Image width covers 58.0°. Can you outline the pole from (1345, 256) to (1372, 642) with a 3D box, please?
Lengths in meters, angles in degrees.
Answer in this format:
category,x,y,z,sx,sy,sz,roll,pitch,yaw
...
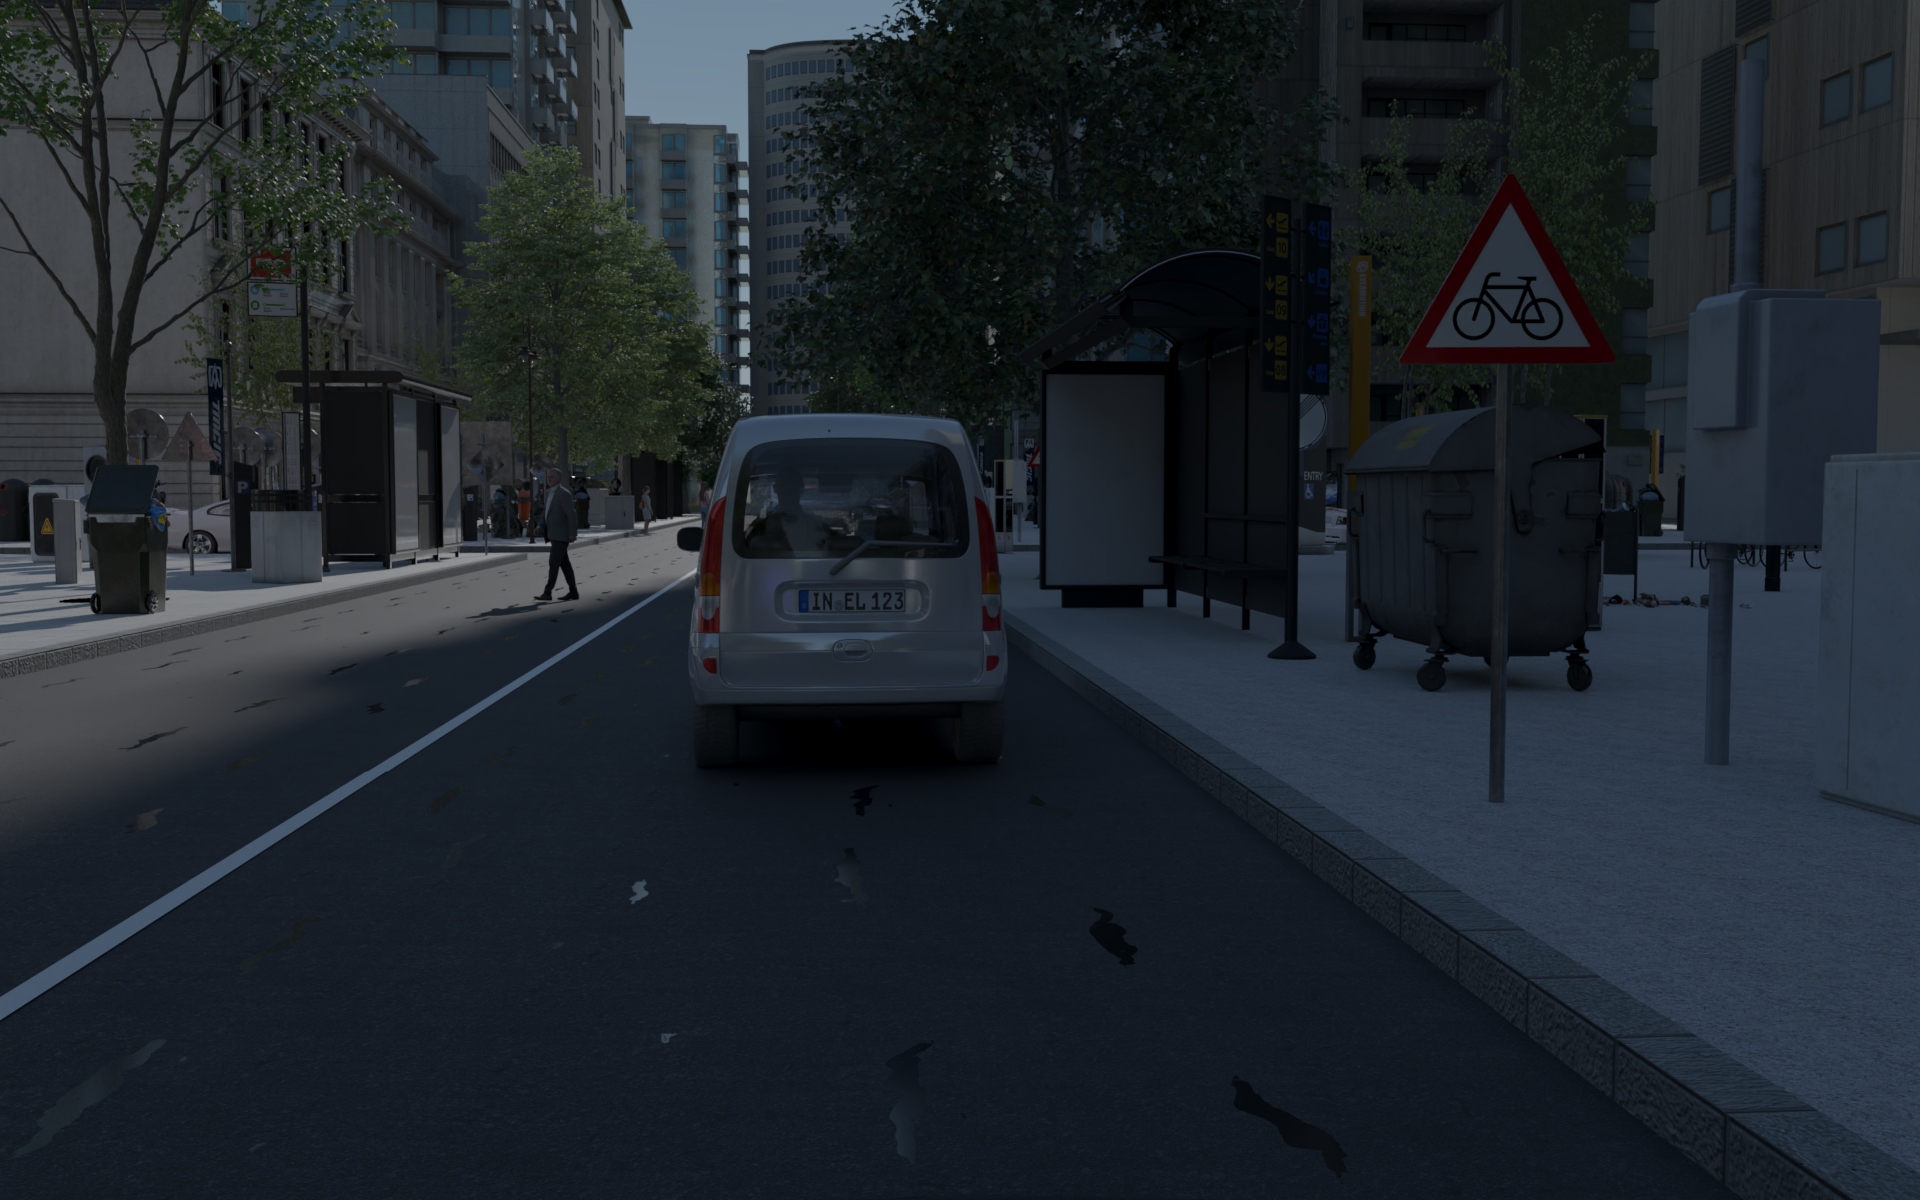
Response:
category,x,y,z,sx,sy,sz,roll,pitch,yaw
pole,3.445,-1.293,14.976,0.158,3.312,0.155,0,3,0

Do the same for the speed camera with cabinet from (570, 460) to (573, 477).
category,x,y,z,sx,sy,sz,roll,pitch,yaw
speed camera with cabinet,-20.559,-5.991,92.287,0.660,3.252,2.038,1,4,13

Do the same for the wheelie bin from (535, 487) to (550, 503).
category,x,y,z,sx,sy,sz,roll,pitch,yaw
wheelie bin,-21.717,-5.022,90.011,0.693,1.594,0.980,-1,4,-22

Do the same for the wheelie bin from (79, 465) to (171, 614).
category,x,y,z,sx,sy,sz,roll,pitch,yaw
wheelie bin,-8.981,-0.659,18.684,0.980,1.594,0.693,0,4,-2

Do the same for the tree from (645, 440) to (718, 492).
category,x,y,z,sx,sy,sz,roll,pitch,yaw
tree,-16.968,-7.138,100.420,4.285,4.588,4.351,0,3,0

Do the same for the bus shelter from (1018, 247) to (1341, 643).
category,x,y,z,sx,sy,sz,roll,pitch,yaw
bus shelter,1.895,-1.411,17.002,2.014,3.302,5.546,0,4,-5

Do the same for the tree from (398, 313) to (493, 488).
category,x,y,z,sx,sy,sz,roll,pitch,yaw
tree,-21.360,-7.397,71.301,4.737,8.622,4.395,0,3,0

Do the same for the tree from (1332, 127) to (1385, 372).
category,x,y,z,sx,sy,sz,roll,pitch,yaw
tree,8.903,-5.059,33.085,4.737,8.622,4.395,0,3,0

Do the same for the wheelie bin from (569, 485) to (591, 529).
category,x,y,z,sx,sy,sz,roll,pitch,yaw
wheelie bin,-14.035,-3.414,63.728,0.980,1.594,0.693,2,4,35

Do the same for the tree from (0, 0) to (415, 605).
category,x,y,z,sx,sy,sz,roll,pitch,yaw
tree,-9.900,-5.773,20.139,9.928,11.665,9.643,0,3,0

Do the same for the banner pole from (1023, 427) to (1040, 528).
category,x,y,z,sx,sy,sz,roll,pitch,yaw
banner pole,2.739,-4.586,64.996,0.863,3.779,0.401,2,4,24

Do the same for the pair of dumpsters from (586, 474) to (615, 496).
category,x,y,z,sx,sy,sz,roll,pitch,yaw
pair of dumpsters,-17.049,-4.805,81.059,1.574,2.255,4.437,0,4,-5

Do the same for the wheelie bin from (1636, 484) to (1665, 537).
category,x,y,z,sx,sy,sz,roll,pitch,yaw
wheelie bin,20.840,-2.715,52.295,0.693,1.594,0.980,0,4,-1

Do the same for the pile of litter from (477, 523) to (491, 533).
category,x,y,z,sx,sy,sz,roll,pitch,yaw
pile of litter,-15.743,-2.698,58.075,1.176,0.858,1.719,2,4,24

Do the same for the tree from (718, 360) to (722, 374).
category,x,y,z,sx,sy,sz,roll,pitch,yaw
tree,-13.512,-9.414,72.039,7.486,12.596,7.792,0,3,0

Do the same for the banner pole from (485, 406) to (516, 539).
category,x,y,z,sx,sy,sz,roll,pitch,yaw
banner pole,-13.101,-3.625,49.283,0.863,3.779,0.401,0,4,8

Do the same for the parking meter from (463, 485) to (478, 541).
category,x,y,z,sx,sy,sz,roll,pitch,yaw
parking meter,-13.340,-2.370,47.165,0.372,1.533,0.369,0,3,0

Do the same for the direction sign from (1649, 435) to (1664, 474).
category,x,y,z,sx,sy,sz,roll,pitch,yaw
direction sign,26.645,-4.563,66.602,0.876,3.537,0.379,-1,4,-12

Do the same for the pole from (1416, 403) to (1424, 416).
category,x,y,z,sx,sy,sz,roll,pitch,yaw
pole,10.297,-2.752,38.842,0.158,3.312,0.155,0,3,0

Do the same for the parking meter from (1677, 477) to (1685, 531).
category,x,y,z,sx,sy,sz,roll,pitch,yaw
parking meter,25.072,-3.328,60.124,0.255,1.863,0.399,1,4,9

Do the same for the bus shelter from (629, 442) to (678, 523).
category,x,y,z,sx,sy,sz,roll,pitch,yaw
bus shelter,-14.486,-5.499,81.199,1.731,3.624,6.357,0,4,-5

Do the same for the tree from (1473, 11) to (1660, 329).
category,x,y,z,sx,sy,sz,roll,pitch,yaw
tree,8.997,-4.706,27.307,4.737,8.622,4.395,0,3,0

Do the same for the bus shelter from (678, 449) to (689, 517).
category,x,y,z,sx,sy,sz,roll,pitch,yaw
bus shelter,-15.704,-6.244,93.370,1.731,3.624,6.357,0,4,-5

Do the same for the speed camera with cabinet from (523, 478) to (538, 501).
category,x,y,z,sx,sy,sz,roll,pitch,yaw
speed camera with cabinet,-24.668,-6.283,97.071,2.038,3.252,0.660,1,4,22

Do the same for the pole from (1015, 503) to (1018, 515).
category,x,y,z,sx,sy,sz,roll,pitch,yaw
pole,3.467,-6.888,106.463,0.158,3.312,0.155,0,3,0

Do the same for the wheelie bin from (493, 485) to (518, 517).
category,x,y,z,sx,sy,sz,roll,pitch,yaw
wheelie bin,-14.722,-2.952,56.168,0.693,1.594,0.980,1,4,15

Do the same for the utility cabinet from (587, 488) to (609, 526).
category,x,y,z,sx,sy,sz,roll,pitch,yaw
utility cabinet,-15.124,-3.848,71.592,1.173,1.500,0.318,-2,4,-29

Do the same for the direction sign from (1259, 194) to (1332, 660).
category,x,y,z,sx,sy,sz,roll,pitch,yaw
direction sign,2.600,-1.313,13.464,0.876,3.537,0.379,-3,5,-43

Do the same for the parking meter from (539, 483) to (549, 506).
category,x,y,z,sx,sy,sz,roll,pitch,yaw
parking meter,-18.774,-4.437,78.257,0.255,1.863,0.399,3,4,37

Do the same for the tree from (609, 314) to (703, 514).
category,x,y,z,sx,sy,sz,roll,pitch,yaw
tree,-17.691,-11.835,110.512,9.611,12.733,9.660,0,3,0

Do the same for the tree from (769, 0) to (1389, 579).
category,x,y,z,sx,sy,sz,roll,pitch,yaw
tree,1.531,-6.660,25.896,9.611,12.733,9.660,0,3,0

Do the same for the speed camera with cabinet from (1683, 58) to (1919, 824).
category,x,y,z,sx,sy,sz,roll,pitch,yaw
speed camera with cabinet,3.892,-0.796,7.345,0.660,3.252,2.038,0,4,-8

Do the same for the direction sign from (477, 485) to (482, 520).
category,x,y,z,sx,sy,sz,roll,pitch,yaw
direction sign,-23.509,-5.651,84.396,0.379,3.537,0.876,3,4,39

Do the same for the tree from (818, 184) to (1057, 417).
category,x,y,z,sx,sy,sz,roll,pitch,yaw
tree,-0.384,-7.904,54.991,9.928,11.665,9.643,0,3,0

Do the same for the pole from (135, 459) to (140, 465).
category,x,y,z,sx,sy,sz,roll,pitch,yaw
pole,-24.306,-3.514,51.305,0.158,3.312,0.155,0,3,0

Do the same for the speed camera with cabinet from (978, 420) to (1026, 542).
category,x,y,z,sx,sy,sz,roll,pitch,yaw
speed camera with cabinet,0.940,-3.225,47.062,0.660,3.252,2.038,-3,4,-38

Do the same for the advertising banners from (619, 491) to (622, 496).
category,x,y,z,sx,sy,sz,roll,pitch,yaw
advertising banners,-18.116,-5.924,93.051,0.090,3.025,2.074,-2,4,-29

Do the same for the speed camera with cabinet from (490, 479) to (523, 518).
category,x,y,z,sx,sy,sz,roll,pitch,yaw
speed camera with cabinet,-21.058,-5.243,80.057,0.660,3.252,2.038,0,4,8

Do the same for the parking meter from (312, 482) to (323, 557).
category,x,y,z,sx,sy,sz,roll,pitch,yaw
parking meter,-13.123,-1.650,35.389,0.372,1.533,0.369,0,3,0

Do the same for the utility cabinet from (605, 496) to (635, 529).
category,x,y,z,sx,sy,sz,roll,pitch,yaw
utility cabinet,-12.440,-3.191,63.328,1.020,1.237,0.306,0,4,-3

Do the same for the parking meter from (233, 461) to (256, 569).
category,x,y,z,sx,sy,sz,roll,pitch,yaw
parking meter,-12.321,-1.471,29.759,0.399,1.863,0.255,-2,4,-31

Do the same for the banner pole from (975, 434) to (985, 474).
category,x,y,z,sx,sy,sz,roll,pitch,yaw
banner pole,0.692,-4.361,61.327,0.401,3.779,0.863,2,4,28

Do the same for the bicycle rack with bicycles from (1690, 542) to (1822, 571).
category,x,y,z,sx,sy,sz,roll,pitch,yaw
bicycle rack with bicycles,13.775,-1.012,29.936,2.925,0.926,2.852,-2,4,-30

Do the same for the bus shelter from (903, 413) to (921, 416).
category,x,y,z,sx,sy,sz,roll,pitch,yaw
bus shelter,-2.801,-6.482,83.611,2.179,5.291,8.768,0,4,-5

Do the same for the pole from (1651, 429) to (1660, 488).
category,x,y,z,sx,sy,sz,roll,pitch,yaw
pole,21.908,-3.716,54.601,0.158,3.312,0.155,0,3,0

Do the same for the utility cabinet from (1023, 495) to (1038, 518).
category,x,y,z,sx,sy,sz,roll,pitch,yaw
utility cabinet,3.849,-5.085,94.302,0.306,1.237,1.020,3,4,38

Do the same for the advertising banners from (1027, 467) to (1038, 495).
category,x,y,z,sx,sy,sz,roll,pitch,yaw
advertising banners,4.238,-6.552,103.317,2.074,3.025,0.090,-3,4,-37

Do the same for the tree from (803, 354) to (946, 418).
category,x,y,z,sx,sy,sz,roll,pitch,yaw
tree,-4.591,-11.619,96.627,9.857,13.997,8.962,0,3,0

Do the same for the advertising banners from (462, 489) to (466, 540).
category,x,y,z,sx,sy,sz,roll,pitch,yaw
advertising banners,-13.715,-3.118,47.168,0.090,3.025,2.074,0,4,-5

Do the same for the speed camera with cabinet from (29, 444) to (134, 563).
category,x,y,z,sx,sy,sz,roll,pitch,yaw
speed camera with cabinet,-16.395,-2.321,32.286,2.038,3.252,0.660,1,4,20

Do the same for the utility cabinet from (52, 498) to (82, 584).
category,x,y,z,sx,sy,sz,roll,pitch,yaw
utility cabinet,-12.952,-0.856,25.164,0.306,1.237,1.020,-1,4,-23

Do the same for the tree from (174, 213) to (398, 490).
category,x,y,z,sx,sy,sz,roll,pitch,yaw
tree,-18.085,-5.810,45.357,4.737,8.622,4.395,0,3,0

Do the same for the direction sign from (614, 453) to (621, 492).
category,x,y,z,sx,sy,sz,roll,pitch,yaw
direction sign,-18.778,-6.305,95.079,0.379,3.537,0.876,-2,4,-33

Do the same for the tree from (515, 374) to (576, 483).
category,x,y,z,sx,sy,sz,roll,pitch,yaw
tree,-23.712,-9.189,100.597,4.360,8.622,3.978,0,3,0

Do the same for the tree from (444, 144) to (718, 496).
category,x,y,z,sx,sy,sz,roll,pitch,yaw
tree,-13.522,-8.504,57.163,7.486,12.596,7.792,0,3,0

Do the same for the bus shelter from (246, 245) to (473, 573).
category,x,y,z,sx,sy,sz,roll,pitch,yaw
bus shelter,-10.634,-3.251,30.792,2.179,5.291,8.768,0,4,-5

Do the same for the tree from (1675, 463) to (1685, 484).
category,x,y,z,sx,sy,sz,roll,pitch,yaw
tree,26.094,-4.043,60.706,1.663,3.219,1.824,0,3,0

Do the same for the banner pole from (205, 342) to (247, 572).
category,x,y,z,sx,sy,sz,roll,pitch,yaw
banner pole,-12.051,-2.342,28.312,0.401,3.779,0.863,0,4,8
